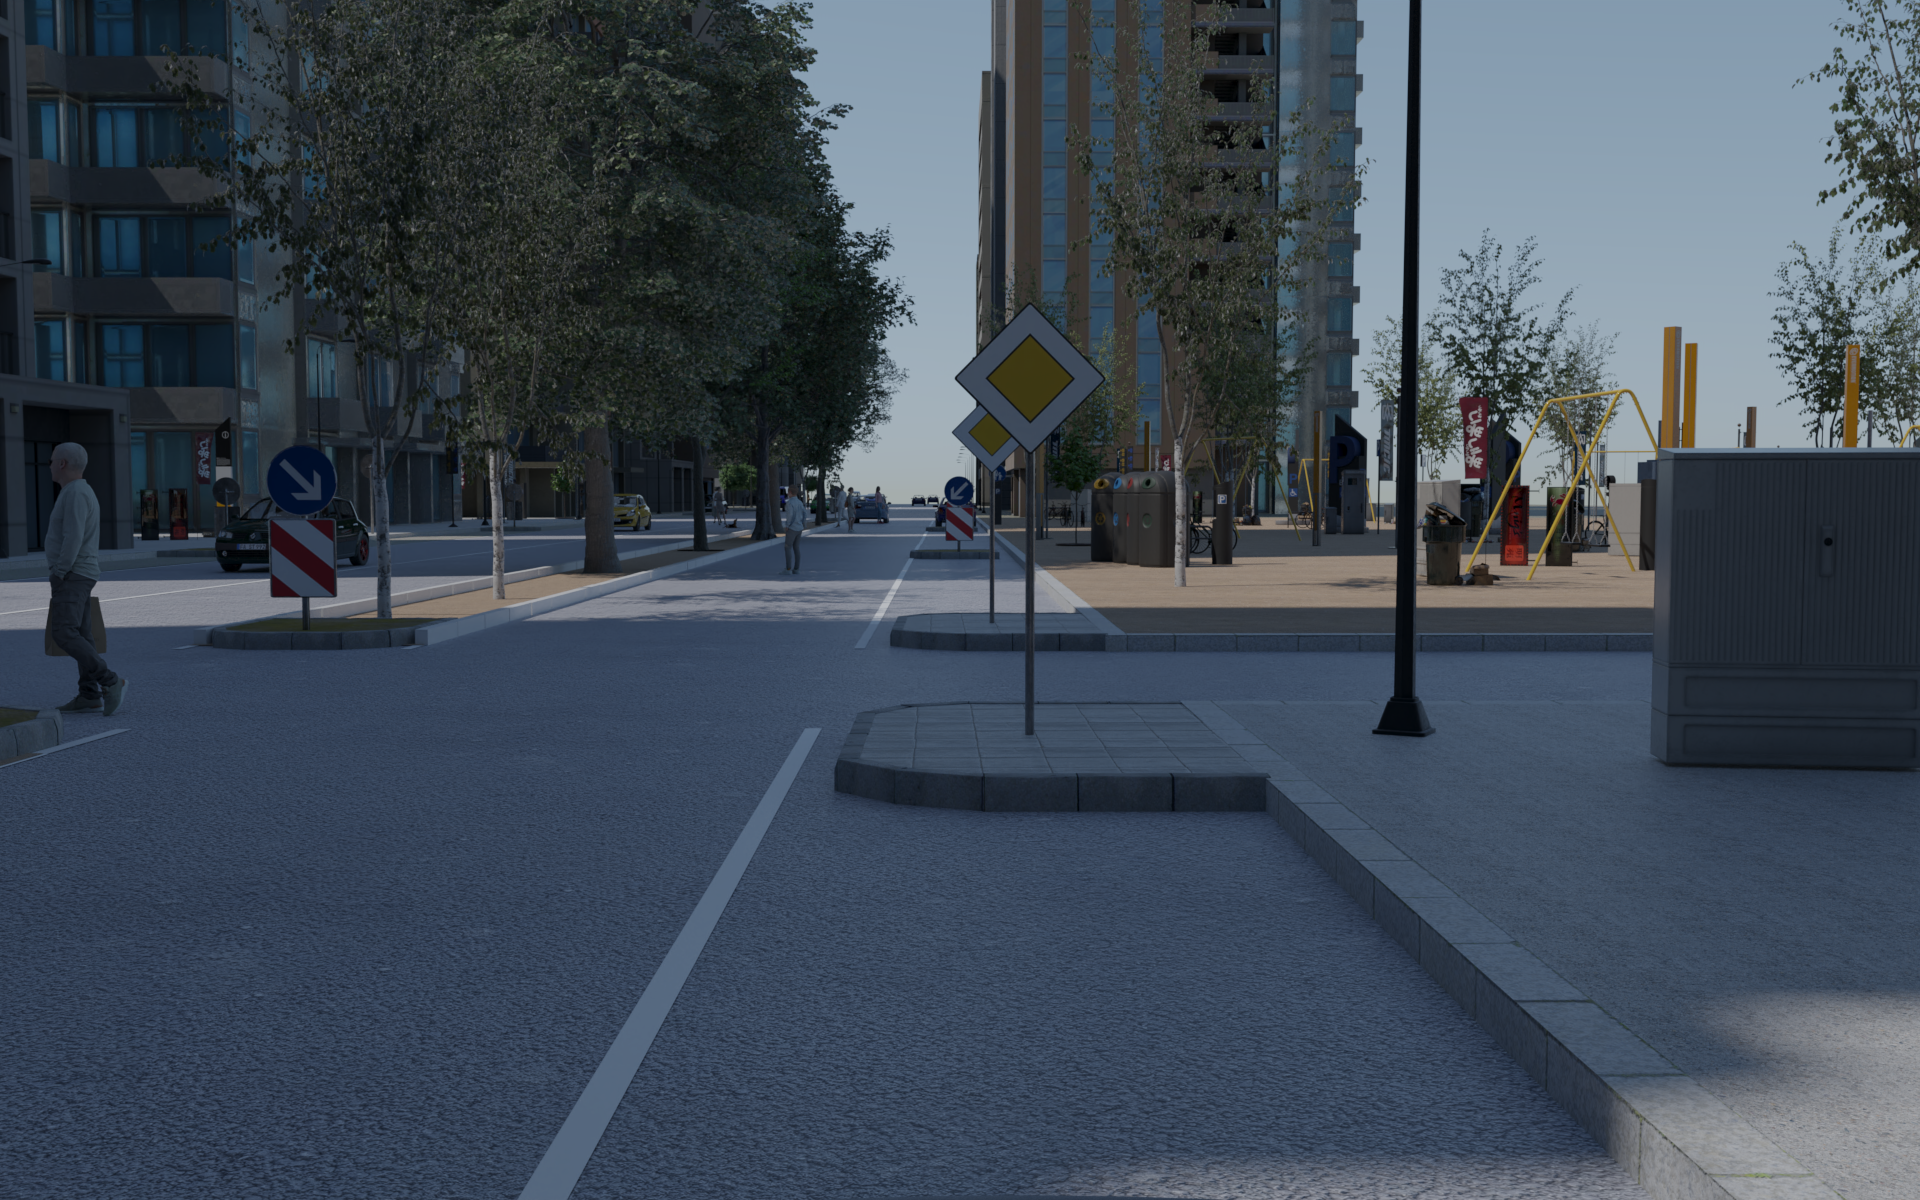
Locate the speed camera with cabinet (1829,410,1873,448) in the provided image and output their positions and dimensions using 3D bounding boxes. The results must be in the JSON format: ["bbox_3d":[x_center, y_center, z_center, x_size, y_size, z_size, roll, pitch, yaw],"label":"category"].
[{"bbox_3d":[20.750,-2.842,40.808,2.038,3.252,0.660,0,4,7],"label":"speed camera with cabinet"}]

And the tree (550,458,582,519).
[{"bbox_3d":[-20.457,-5.844,90.149,1.663,3.219,1.824,0,3,0],"label":"tree"}]

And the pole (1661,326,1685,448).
[{"bbox_3d":[8.683,-1.673,21.195,0.158,3.312,0.155,0,3,0],"label":"pole"}]

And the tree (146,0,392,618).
[{"bbox_3d":[-6.293,-4.017,18.503,4.360,8.622,3.978,0,3,0],"label":"tree"}]

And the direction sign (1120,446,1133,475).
[{"bbox_3d":[7.864,-5.501,81.941,0.379,3.537,0.876,-3,4,-38],"label":"direction sign"}]

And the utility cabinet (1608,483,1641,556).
[{"bbox_3d":[13.990,-1.649,35.636,1.173,1.500,0.318,2,4,28],"label":"utility cabinet"}]

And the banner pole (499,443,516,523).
[{"bbox_3d":[-19.814,-5.255,75.928,0.401,3.779,0.863,3,5,42],"label":"banner pole"}]

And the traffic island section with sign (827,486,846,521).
[{"bbox_3d":[-6.672,-5.129,91.991,2.006,1.907,1.989,0,4,0],"label":"traffic island section with sign"}]

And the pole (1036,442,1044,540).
[{"bbox_3d":[2.227,-3.326,48.225,0.158,3.312,0.155,0,3,0],"label":"pole"}]

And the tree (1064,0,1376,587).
[{"bbox_3d":[3.139,-4.475,23.526,4.360,8.622,3.978,0,3,0],"label":"tree"}]

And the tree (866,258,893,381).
[{"bbox_3d":[-6.861,-9.453,63.663,9.857,13.997,8.962,0,3,0],"label":"tree"}]

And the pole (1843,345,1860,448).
[{"bbox_3d":[12.211,-1.831,23.778,0.158,3.312,0.155,0,3,0],"label":"pole"}]

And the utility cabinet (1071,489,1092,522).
[{"bbox_3d":[5.575,-4.324,79.374,0.318,1.500,1.173,-3,4,-36],"label":"utility cabinet"}]

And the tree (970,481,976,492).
[{"bbox_3d":[1.108,-14.113,225.352,1.663,3.219,1.824,0,3,0],"label":"tree"}]

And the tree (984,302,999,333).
[{"bbox_3d":[2.646,-6.815,61.788,4.360,8.622,3.978,0,3,0],"label":"tree"}]

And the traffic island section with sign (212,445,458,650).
[{"bbox_3d":[-6.159,-0.533,16.855,2.006,1.907,1.989,0,4,0],"label":"traffic island section with sign"}]

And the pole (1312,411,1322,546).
[{"bbox_3d":[8.781,-2.979,42.553,0.158,3.312,0.155,0,3,0],"label":"pole"}]

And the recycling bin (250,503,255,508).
[{"bbox_3d":[-19.433,-2.198,48.487,0.722,1.027,0.722,-1,4,-14],"label":"recycling bin"}]

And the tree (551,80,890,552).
[{"bbox_3d":[-6.574,-7.018,42.950,9.928,11.665,9.643,0,3,0],"label":"tree"}]

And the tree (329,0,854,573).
[{"bbox_3d":[-6.465,-7.445,30.843,9.857,13.997,8.962,0,3,0],"label":"tree"}]

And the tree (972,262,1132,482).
[{"bbox_3d":[2.452,-6.358,54.321,4.737,8.622,4.395,0,3,0],"label":"tree"}]

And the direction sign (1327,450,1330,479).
[{"bbox_3d":[19.148,-5.972,89.632,0.379,3.537,0.876,0,4,-5],"label":"direction sign"}]

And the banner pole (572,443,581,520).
[{"bbox_3d":[-19.036,-5.856,85.764,0.401,3.779,0.863,-1,4,-18],"label":"banner pole"}]

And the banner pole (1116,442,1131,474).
[{"bbox_3d":[7.907,-5.698,83.174,0.863,3.779,0.401,1,4,20],"label":"banner pole"}]

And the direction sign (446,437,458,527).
[{"bbox_3d":[-19.666,-4.594,67.115,0.379,3.537,0.876,-3,5,-44],"label":"direction sign"}]

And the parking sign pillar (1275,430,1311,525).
[{"bbox_3d":[13.866,-5.111,72.030,1.447,3.967,1.447,1,4,11],"label":"parking sign pillar"}]

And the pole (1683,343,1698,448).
[{"bbox_3d":[9.884,-1.814,23.498,0.158,3.312,0.155,0,3,0],"label":"pole"}]

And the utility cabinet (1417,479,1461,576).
[{"bbox_3d":[7.328,-1.099,26.642,0.318,1.500,1.173,0,4,-4],"label":"utility cabinet"}]

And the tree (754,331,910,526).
[{"bbox_3d":[-6.410,-8.588,77.286,8.767,10.594,7.601,0,4,0],"label":"tree"}]

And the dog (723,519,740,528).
[{"bbox_3d":[-9.578,-3.205,72.600,0.748,0.427,0.550,3,4,38],"label":"dog"}]

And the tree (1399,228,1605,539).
[{"bbox_3d":[15.148,-6.025,48.869,4.737,8.622,4.395,0,3,0],"label":"tree"}]

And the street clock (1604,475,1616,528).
[{"bbox_3d":[24.923,-3.785,66.462,0.358,2.002,0.471,-1,4,-12],"label":"street clock"}]

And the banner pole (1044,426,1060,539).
[{"bbox_3d":[2.609,-3.620,49.204,0.401,3.779,0.863,-2,4,-33],"label":"banner pole"}]

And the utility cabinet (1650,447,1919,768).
[{"bbox_3d":[3.913,0.033,8.138,1.173,1.500,0.318,0,4,8],"label":"utility cabinet"}]

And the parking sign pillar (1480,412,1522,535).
[{"bbox_3d":[16.974,-4.080,55.186,1.447,3.967,1.447,2,4,35],"label":"parking sign pillar"}]

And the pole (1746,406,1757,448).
[{"bbox_3d":[18.437,-2.849,40.423,0.158,3.312,0.155,0,3,0],"label":"pole"}]

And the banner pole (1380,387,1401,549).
[{"bbox_3d":[10.097,-3.090,40.544,0.863,3.779,0.401,-2,4,-35],"label":"banner pole"}]

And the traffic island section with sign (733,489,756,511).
[{"bbox_3d":[-17.813,-8.288,144.140,1.989,1.847,2.006,0,4,0],"label":"traffic island section with sign"}]

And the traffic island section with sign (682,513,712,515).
[{"bbox_3d":[-17.632,-6.626,116.969,1.989,1.847,2.006,0,4,0],"label":"traffic island section with sign"}]

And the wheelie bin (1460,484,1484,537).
[{"bbox_3d":[15.291,-2.691,51.900,0.980,1.594,0.693,0,3,0],"label":"wheelie bin"}]

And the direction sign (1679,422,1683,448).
[{"bbox_3d":[22.715,-3.842,54.806,0.379,3.537,0.876,-3,4,-38],"label":"direction sign"}]

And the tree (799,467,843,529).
[{"bbox_3d":[-6.397,-7.230,71.024,4.360,8.622,3.978,0,3,0],"label":"tree"}]

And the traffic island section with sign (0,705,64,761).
[{"bbox_3d":[-6.119,-0.080,9.448,2.006,1.907,1.989,0,4,0],"label":"traffic island section with sign"}]

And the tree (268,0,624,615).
[{"bbox_3d":[-6.224,-4.290,22.956,4.360,8.622,3.978,0,3,0],"label":"tree"}]

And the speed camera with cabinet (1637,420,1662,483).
[{"bbox_3d":[19.306,-3.216,46.911,2.038,3.252,0.660,-2,4,-24],"label":"speed camera with cabinet"}]

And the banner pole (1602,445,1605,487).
[{"bbox_3d":[28.373,-5.308,76.808,0.863,3.779,0.401,-3,4,-39],"label":"banner pole"}]

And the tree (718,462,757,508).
[{"bbox_3d":[-20.743,-11.291,168.315,4.285,4.588,4.351,0,3,0],"label":"tree"}]

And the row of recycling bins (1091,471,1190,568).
[{"bbox_3d":[3.307,-1.508,31.766,1.069,1.692,3.534,-1,4,-14],"label":"row of recycling bins"}]

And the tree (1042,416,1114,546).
[{"bbox_3d":[2.763,-2.957,42.954,1.663,3.219,1.824,0,3,0],"label":"tree"}]

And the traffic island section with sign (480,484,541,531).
[{"bbox_3d":[-17.294,-3.564,66.896,1.989,1.847,2.006,0,4,0],"label":"traffic island section with sign"}]

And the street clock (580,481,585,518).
[{"bbox_3d":[-20.218,-5.382,92.568,0.358,2.002,0.471,-1,4,-16],"label":"street clock"}]

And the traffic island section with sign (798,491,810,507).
[{"bbox_3d":[-18.166,-11.577,197.911,1.989,1.847,2.006,0,4,0],"label":"traffic island section with sign"}]

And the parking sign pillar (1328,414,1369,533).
[{"bbox_3d":[12.914,-4.233,57.681,1.447,3.967,1.447,-3,4,-37],"label":"parking sign pillar"}]

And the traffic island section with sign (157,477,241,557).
[{"bbox_3d":[-17.107,-1.915,39.941,1.989,1.847,2.006,0,4,0],"label":"traffic island section with sign"}]

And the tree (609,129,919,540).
[{"bbox_3d":[-6.074,-8.174,53.104,9.611,12.733,9.660,0,3,0],"label":"tree"}]

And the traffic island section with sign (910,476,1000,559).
[{"bbox_3d":[-0.130,-1.857,38.984,1.989,1.847,2.006,0,4,0],"label":"traffic island section with sign"}]

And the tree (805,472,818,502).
[{"bbox_3d":[-21.683,-16.426,252.282,4.285,4.588,4.351,0,3,0],"label":"tree"}]

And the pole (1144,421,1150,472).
[{"bbox_3d":[5.237,-3.343,48.499,0.158,3.312,0.155,0,3,0],"label":"pole"}]

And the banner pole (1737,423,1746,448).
[{"bbox_3d":[27.787,-4.365,61.383,0.863,3.779,0.401,0,4,-7],"label":"banner pole"}]
